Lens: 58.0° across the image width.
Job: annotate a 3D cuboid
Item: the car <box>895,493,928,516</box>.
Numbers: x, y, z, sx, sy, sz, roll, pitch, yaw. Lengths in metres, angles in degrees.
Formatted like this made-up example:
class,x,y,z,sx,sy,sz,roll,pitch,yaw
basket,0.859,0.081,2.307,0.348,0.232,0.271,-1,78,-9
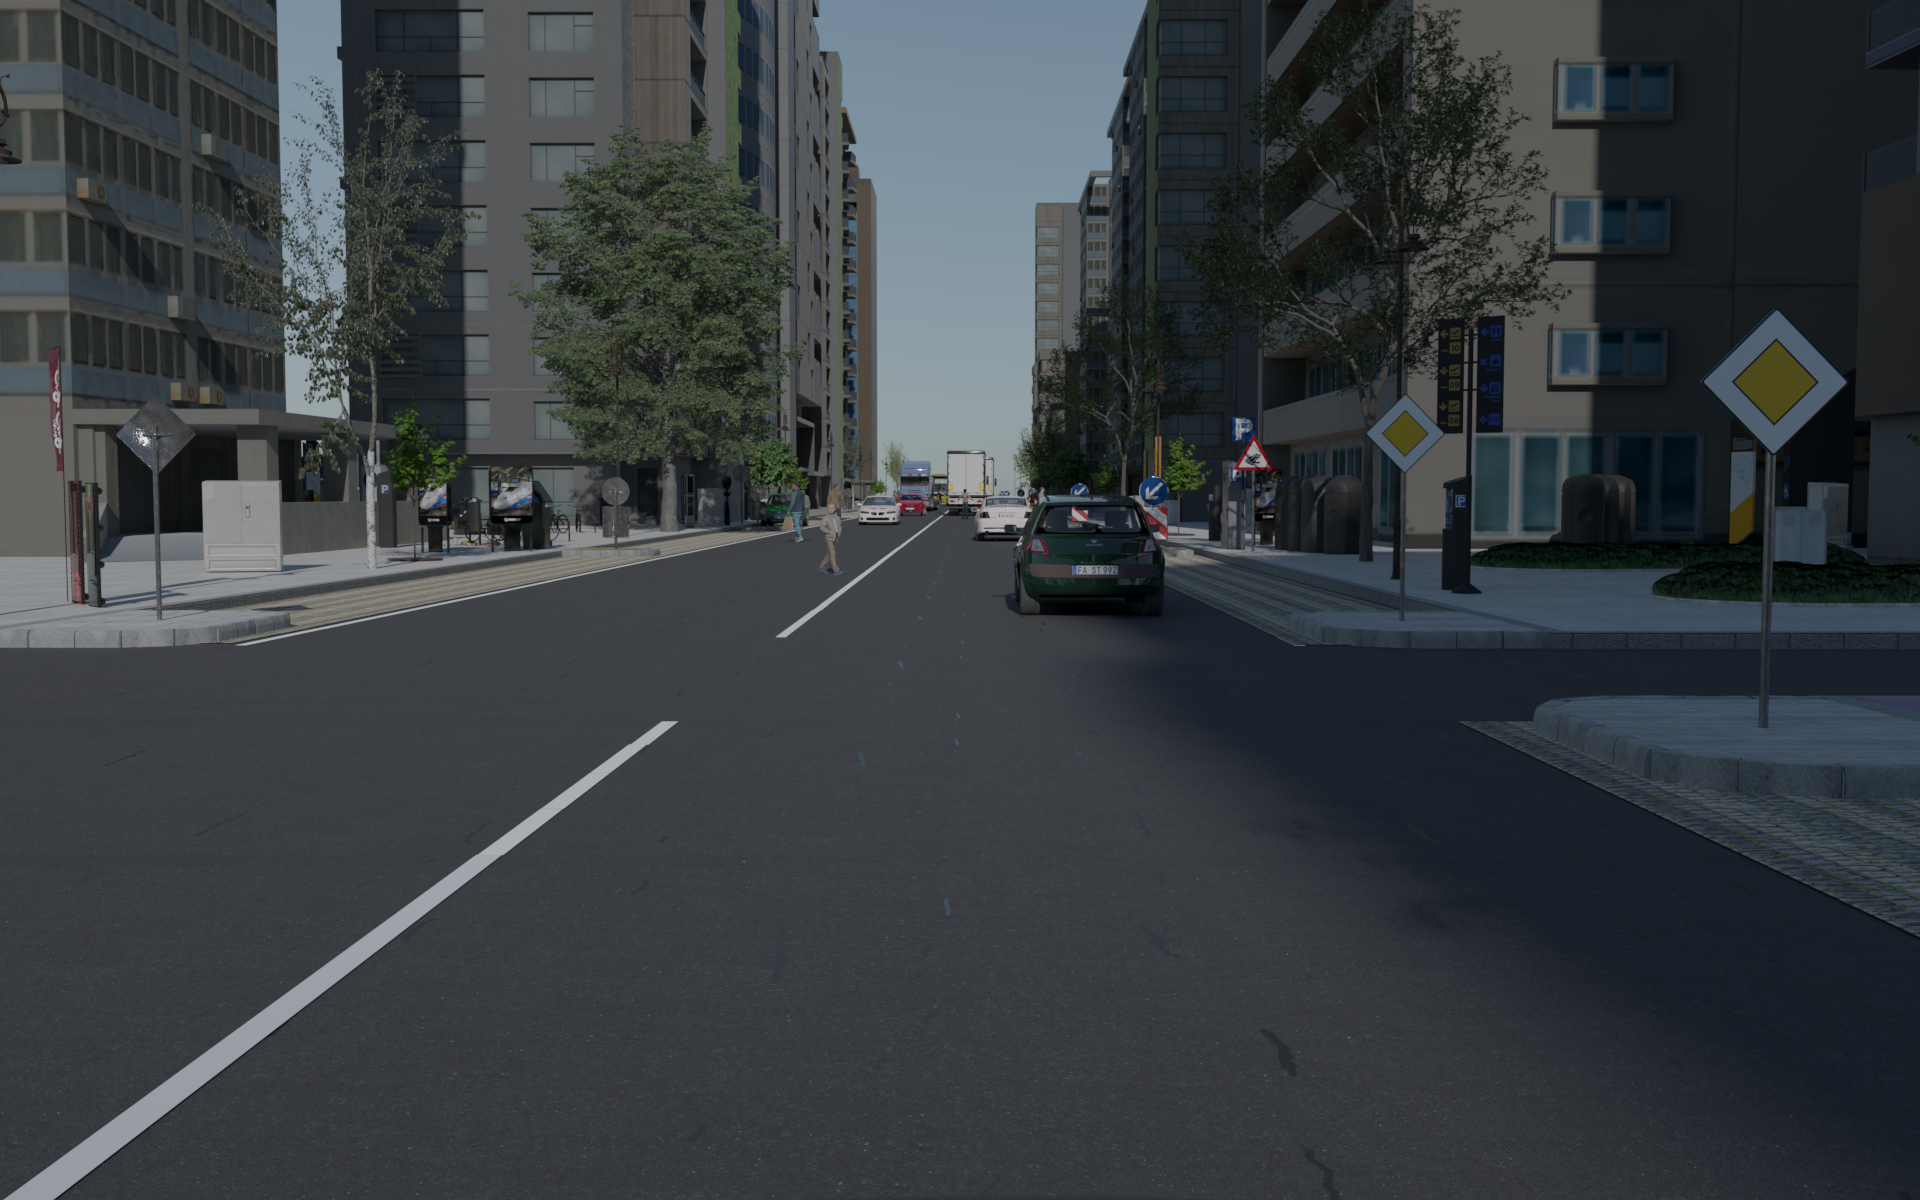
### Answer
class,x,y,z,sx,sy,sz,roll,pitch,yaw
car,-3.193,-6.437,114.293,2.155,1.783,4.494,0,4,1

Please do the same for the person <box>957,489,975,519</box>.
class,x,y,z,sx,sy,sz,roll,pitch,yaw
person,0.342,-5.482,98.848,1.217,1.736,0.721,2,4,33

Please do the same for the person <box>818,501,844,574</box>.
class,x,y,z,sx,sy,sz,roll,pitch,yaw
person,-2.298,-1.120,31.078,0.640,1.303,0.475,2,4,34

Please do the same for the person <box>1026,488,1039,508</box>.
class,x,y,z,sx,sy,sz,roll,pitch,yaw
person,3.933,-5.272,95.218,1.217,1.766,0.721,-3,5,-40

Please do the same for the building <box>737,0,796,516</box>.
class,x,y,z,sx,sy,sz,roll,pitch,yaw
building,-22.046,-34.485,105.836,21.231,58.520,28.212,0,4,0

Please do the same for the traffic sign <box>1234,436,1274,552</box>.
class,x,y,z,sx,sy,sz,roll,pitch,yaw
traffic sign,6.530,-2.358,38.560,0.884,2.594,0.081,0,4,1

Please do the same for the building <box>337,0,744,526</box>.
class,x,y,z,sx,sy,sz,roll,pitch,yaw
building,-17.325,-23.903,74.401,14.154,41.232,14.086,0,4,0

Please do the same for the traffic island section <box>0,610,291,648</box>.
class,x,y,z,sx,sy,sz,roll,pitch,yaw
traffic island section,-8.155,0.286,17.601,2.009,0.180,2.903,0,4,0

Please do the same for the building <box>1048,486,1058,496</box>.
class,x,y,z,sx,sy,sz,roll,pitch,yaw
building,26.303,-30.863,196.485,32.217,40.220,23.993,0,4,0

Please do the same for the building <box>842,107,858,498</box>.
class,x,y,z,sx,sy,sz,roll,pitch,yaw
building,-22.904,-32.904,192.597,22.147,44.769,28.867,0,4,0

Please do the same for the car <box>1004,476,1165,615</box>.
class,x,y,z,sx,sy,sz,roll,pitch,yaw
car,1.566,-0.738,21.854,2.009,1.686,4.222,0,4,1

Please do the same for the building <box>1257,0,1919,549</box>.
class,x,y,z,sx,sy,sz,roll,pitch,yaw
building,21.092,-26.031,49.310,21.300,48.544,21.600,0,4,0

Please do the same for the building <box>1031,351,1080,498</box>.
class,x,y,z,sx,sy,sz,roll,pitch,yaw
building,23.572,-23.167,223.821,27.650,21.520,28.899,0,4,0

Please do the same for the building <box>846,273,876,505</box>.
class,x,y,z,sx,sy,sz,roll,pitch,yaw
building,-27.066,-32.294,219.890,32.217,40.220,23.993,0,4,0

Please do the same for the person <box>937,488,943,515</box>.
class,x,y,z,sx,sy,sz,roll,pitch,yaw
person,-1.391,-6.882,121.029,0.705,1.822,1.348,1,4,11

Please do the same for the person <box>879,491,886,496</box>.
class,x,y,z,sx,sy,sz,roll,pitch,yaw
person,-7.446,-9.619,166.580,0.742,1.727,0.445,1,4,16

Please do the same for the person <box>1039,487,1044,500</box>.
class,x,y,z,sx,sy,sz,roll,pitch,yaw
person,4.387,-5.031,90.963,0.583,1.804,0.606,1,4,9

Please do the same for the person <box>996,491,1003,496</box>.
class,x,y,z,sx,sy,sz,roll,pitch,yaw
person,4.339,-11.013,189.095,0.617,1.759,0.750,3,5,43

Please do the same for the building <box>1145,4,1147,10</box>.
class,x,y,z,sx,sy,sz,roll,pitch,yaw
building,25.475,-26.773,129.617,32.217,40.220,23.993,0,4,0

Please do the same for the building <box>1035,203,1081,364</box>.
class,x,y,z,sx,sy,sz,roll,pitch,yaw
building,17.524,-34.319,244.710,14.154,41.232,14.086,0,4,0

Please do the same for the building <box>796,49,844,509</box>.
class,x,y,z,sx,sy,sz,roll,pitch,yaw
building,-18.001,-28.856,155.394,14.154,41.232,14.086,0,4,0

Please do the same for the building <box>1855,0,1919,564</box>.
class,x,y,z,sx,sy,sz,roll,pitch,yaw
building,23.341,-22.829,23.369,14.200,45.320,14.600,0,4,0

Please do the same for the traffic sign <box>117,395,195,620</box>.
class,x,y,z,sx,sy,sz,roll,pitch,yaw
traffic sign,-8.131,-0.850,17.540,0.795,2.450,0.064,0,4,0

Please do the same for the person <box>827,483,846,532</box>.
class,x,y,z,sx,sy,sz,roll,pitch,yaw
person,-4.683,-3.511,65.816,0.656,1.842,0.836,-2,4,-32

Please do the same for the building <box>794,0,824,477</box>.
class,x,y,z,sx,sy,sz,roll,pitch,yaw
building,-25.162,-33.339,134.336,28.713,52.752,27.495,0,4,0

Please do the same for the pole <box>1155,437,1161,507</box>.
class,x,y,z,sx,sy,sz,roll,pitch,yaw
pole,7.030,-4.140,61.525,0.158,3.312,0.155,0,3,0

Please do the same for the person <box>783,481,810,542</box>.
class,x,y,z,sx,sy,sz,roll,pitch,yaw
person,-4.897,-2.646,51.755,0.794,1.824,0.713,-3,4,-37

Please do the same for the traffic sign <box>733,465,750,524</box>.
class,x,y,z,sx,sy,sz,roll,pitch,yaw
traffic sign,-9.475,-4.590,75.160,0.768,2.556,0.104,0,4,1

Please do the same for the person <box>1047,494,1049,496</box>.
class,x,y,z,sx,sy,sz,roll,pitch,yaw
person,9.005,-9.986,174.986,0.599,1.433,0.991,-3,5,-42

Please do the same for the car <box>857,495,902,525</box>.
class,x,y,z,sx,sy,sz,roll,pitch,yaw
car,-3.760,-4.215,81.275,2.083,1.381,4.827,0,4,0

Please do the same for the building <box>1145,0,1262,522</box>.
class,x,y,z,sx,sy,sz,roll,pitch,yaw
building,16.025,-24.552,85.015,14.154,41.232,14.086,0,4,0

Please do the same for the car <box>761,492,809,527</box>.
class,x,y,z,sx,sy,sz,roll,pitch,yaw
car,-7.597,-4.058,75.137,1.959,1.807,4.718,0,3,0

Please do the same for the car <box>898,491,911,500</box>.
class,x,y,z,sx,sy,sz,roll,pitch,yaw
car,-3.756,-7.439,131.412,2.009,1.686,4.222,0,4,-2

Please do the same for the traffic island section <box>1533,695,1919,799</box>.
class,x,y,z,sx,sy,sz,roll,pitch,yaw
traffic island section,4.436,0.780,9.532,2.009,0.180,2.903,0,4,0

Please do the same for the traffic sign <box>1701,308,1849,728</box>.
class,x,y,z,sx,sy,sz,roll,pitch,yaw
traffic sign,4.412,-0.355,9.455,0.795,2.450,0.064,0,4,0

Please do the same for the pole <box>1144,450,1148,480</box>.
class,x,y,z,sx,sy,sz,roll,pitch,yaw
pole,8.622,-5.293,80.380,0.158,3.312,0.155,0,3,0

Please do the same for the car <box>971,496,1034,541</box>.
class,x,y,z,sx,sy,sz,roll,pitch,yaw
car,1.394,-2.544,53.957,2.083,1.381,4.827,0,3,0

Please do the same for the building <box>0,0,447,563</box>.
class,x,y,z,sx,sy,sz,roll,pitch,yaw
building,-30.272,-21.268,39.608,32.217,40.220,23.993,0,4,0

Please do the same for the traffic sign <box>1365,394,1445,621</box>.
class,x,y,z,sx,sy,sz,roll,pitch,yaw
traffic sign,4.462,-0.844,17.440,0.795,2.450,0.064,0,4,0

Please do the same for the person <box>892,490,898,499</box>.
class,x,y,z,sx,sy,sz,roll,pitch,yaw
person,-7.033,-10.913,186.923,0.705,1.824,1.348,-2,4,-27

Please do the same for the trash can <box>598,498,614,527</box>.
class,x,y,z,sx,sy,sz,roll,pitch,yaw
trash can,-13.786,-3.430,67.741,0.748,1.137,0.748,0,3,0

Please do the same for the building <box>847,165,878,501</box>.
class,x,y,z,sx,sy,sz,roll,pitch,yaw
building,-18.734,-36.039,239.352,14.600,45.320,14.200,0,4,0

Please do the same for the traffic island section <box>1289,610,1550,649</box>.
class,x,y,z,sx,sy,sz,roll,pitch,yaw
traffic island section,4.486,0.291,17.517,2.009,0.180,2.903,0,4,0
